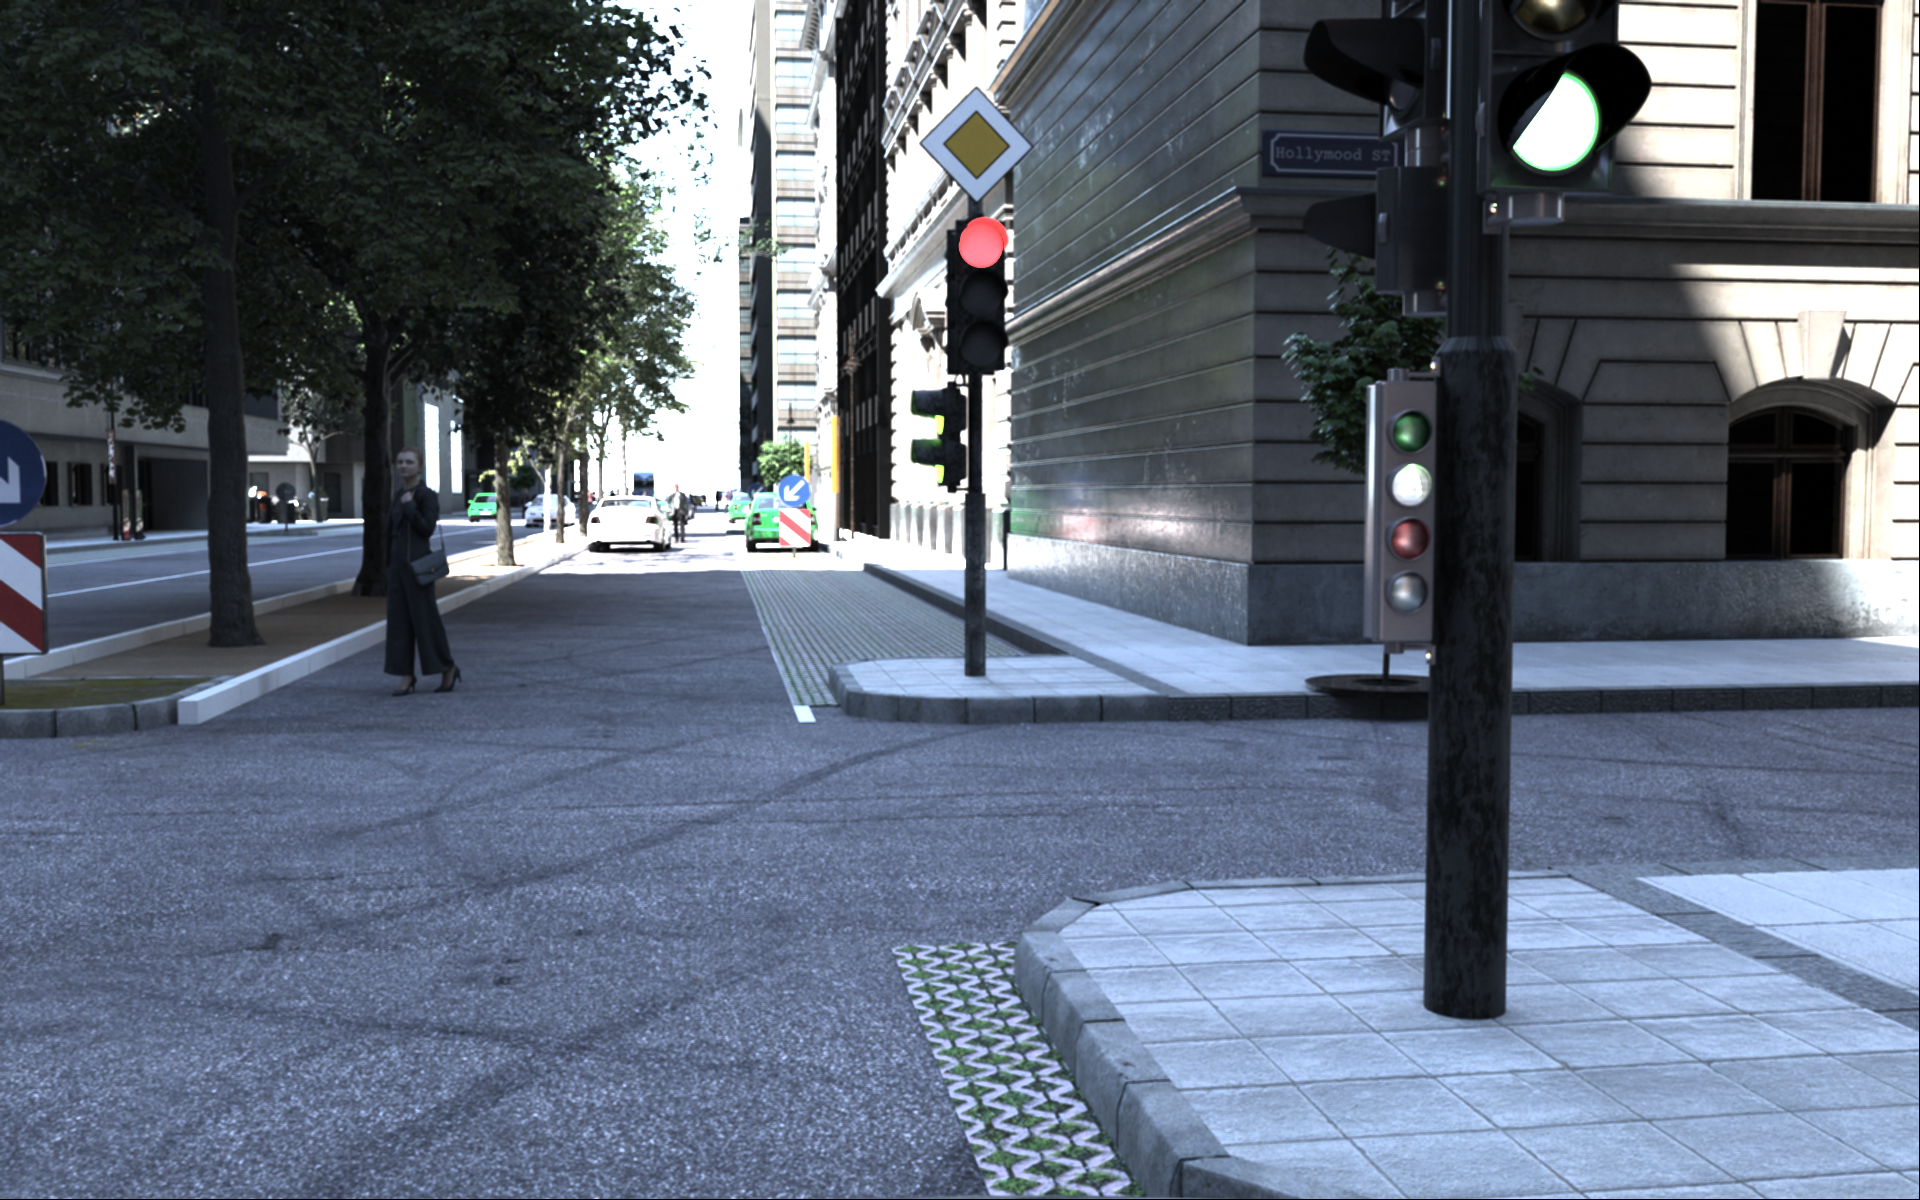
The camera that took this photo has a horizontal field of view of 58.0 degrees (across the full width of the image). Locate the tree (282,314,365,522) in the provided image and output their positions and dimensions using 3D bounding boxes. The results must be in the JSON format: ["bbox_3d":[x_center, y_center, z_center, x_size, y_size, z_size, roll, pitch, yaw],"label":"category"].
[{"bbox_3d":[-29.216,-8.792,78.160,7.601,10.594,8.767,2,4,35],"label":"tree"}]

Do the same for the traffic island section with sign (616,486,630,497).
[{"bbox_3d":[-16.665,-4.726,85.406,2.006,1.907,1.989,-1,4,-8],"label":"traffic island section with sign"}]

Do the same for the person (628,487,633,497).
[{"bbox_3d":[-17.823,-5.158,92.849,1.348,1.823,0.705,3,5,41],"label":"person"}]

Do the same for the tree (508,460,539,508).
[{"bbox_3d":[-40.388,-10.743,159.363,4.285,4.588,4.351,0,3,0],"label":"tree"}]

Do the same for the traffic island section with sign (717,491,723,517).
[{"bbox_3d":[-14.375,-6.223,110.378,1.989,1.847,2.006,-1,4,-8],"label":"traffic island section with sign"}]

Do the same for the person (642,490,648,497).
[{"bbox_3d":[-21.555,-6.675,118.552,0.530,1.710,0.541,-1,4,-17],"label":"person"}]

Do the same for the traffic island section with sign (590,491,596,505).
[{"bbox_3d":[-45.908,-12.767,217.359,1.989,1.847,2.006,-1,4,-8],"label":"traffic island section with sign"}]

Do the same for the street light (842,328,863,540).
[{"bbox_3d":[-3.010,-4.624,48.396,0.468,5.910,1.993,-1,4,-8],"label":"street light"}]

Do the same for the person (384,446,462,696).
[{"bbox_3d":[-3.913,-0.216,12.448,0.576,1.772,0.534,1,4,16],"label":"person"}]

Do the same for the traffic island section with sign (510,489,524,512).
[{"bbox_3d":[-34.005,-7.721,134.873,1.989,1.847,2.006,-1,4,-8],"label":"traffic island section with sign"}]

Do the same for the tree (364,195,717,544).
[{"bbox_3d":[-11.362,-6.834,48.608,8.767,10.594,7.601,-1,4,-8],"label":"tree"}]

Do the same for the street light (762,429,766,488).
[{"bbox_3d":[-13.974,-9.252,124.057,0.468,5.910,1.993,-1,4,-8],"label":"street light"}]

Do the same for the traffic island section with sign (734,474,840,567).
[{"bbox_3d":[-3.478,-1.605,34.868,1.989,1.847,2.006,-1,4,-8],"label":"traffic island section with sign"}]

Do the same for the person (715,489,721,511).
[{"bbox_3d":[-20.405,-8.395,145.769,0.705,1.822,1.348,-2,4,-29],"label":"person"}]

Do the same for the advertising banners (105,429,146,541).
[{"bbox_3d":[-22.848,-3.132,47.403,0.090,3.025,2.074,0,4,0],"label":"advertising banners"}]

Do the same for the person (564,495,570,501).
[{"bbox_3d":[-30.462,-7.569,132.330,0.705,1.814,1.350,3,5,44],"label":"person"}]

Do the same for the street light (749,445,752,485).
[{"bbox_3d":[-19.535,-11.559,161.771,0.468,5.910,1.993,-1,4,-8],"label":"street light"}]

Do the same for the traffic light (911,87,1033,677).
[{"bbox_3d":[0.088,-1.420,12.130,0.839,4.253,0.868,-1,4,-8],"label":"traffic light"}]

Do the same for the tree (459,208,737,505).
[{"bbox_3d":[-13.725,-9.357,65.817,12.009,13.543,11.850,0,3,0],"label":"tree"}]

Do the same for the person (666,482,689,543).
[{"bbox_3d":[-8.252,-2.557,50.699,0.661,1.777,0.834,-1,4,-14],"label":"person"}]

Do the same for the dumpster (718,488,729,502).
[{"bbox_3d":[-33.087,-14.454,241.271,1.985,2.255,1.502,0,4,-8],"label":"dumpster"}]

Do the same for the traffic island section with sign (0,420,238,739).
[{"bbox_3d":[-5.916,-0.177,11.038,2.006,1.907,1.989,-1,4,-8],"label":"traffic island section with sign"}]

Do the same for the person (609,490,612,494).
[{"bbox_3d":[-31.450,-9.017,155.920,0.705,1.826,1.348,-1,4,-20],"label":"person"}]

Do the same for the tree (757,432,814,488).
[{"bbox_3d":[-9.197,-6.605,91.704,4.285,4.588,4.351,0,3,0],"label":"tree"}]

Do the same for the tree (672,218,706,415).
[{"bbox_3d":[-12.170,-8.291,56.139,7.486,12.596,7.792,0,3,0],"label":"tree"}]

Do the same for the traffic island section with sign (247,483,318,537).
[{"bbox_3d":[-23.044,-3.084,59.048,1.989,1.847,2.006,-1,4,-8],"label":"traffic island section with sign"}]

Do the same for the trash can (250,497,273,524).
[{"bbox_3d":[-30.255,-3.894,75.317,0.748,1.137,0.748,0,3,0],"label":"trash can"}]

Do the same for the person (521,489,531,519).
[{"bbox_3d":[-25.281,-5.624,100.998,0.990,1.755,0.434,3,5,40],"label":"person"}]

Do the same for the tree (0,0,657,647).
[{"bbox_3d":[-6.664,-5.805,15.498,7.486,12.596,7.792,0,3,0],"label":"tree"}]

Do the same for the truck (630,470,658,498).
[{"bbox_3d":[-35.787,-12.708,197.532,2.967,4.110,18.799,-1,4,-8],"label":"truck"}]

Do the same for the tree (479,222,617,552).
[{"bbox_3d":[-10.192,-5.486,42.514,4.737,8.622,4.395,0,3,0],"label":"tree"}]

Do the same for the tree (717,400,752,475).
[{"bbox_3d":[-20.071,-14.429,170.332,8.767,10.594,7.601,-2,4,-28],"label":"tree"}]

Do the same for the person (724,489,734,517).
[{"bbox_3d":[-14.299,-5.998,107.010,0.683,1.767,0.568,-1,4,-15],"label":"person"}]

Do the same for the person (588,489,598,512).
[{"bbox_3d":[-24.668,-6.507,115.616,1.217,1.743,0.721,0,4,-1],"label":"person"}]

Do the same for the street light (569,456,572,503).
[{"bbox_3d":[-46.299,-14.259,205.928,0.468,5.910,1.993,-1,4,-8],"label":"street light"}]

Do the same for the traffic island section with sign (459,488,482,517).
[{"bbox_3d":[-30.129,-6.081,108.050,1.989,1.847,2.006,-1,4,-8],"label":"traffic island section with sign"}]

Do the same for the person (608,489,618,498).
[{"bbox_3d":[-28.353,-8.158,141.519,0.705,1.869,1.348,3,5,39],"label":"person"}]

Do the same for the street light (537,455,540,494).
[{"bbox_3d":[-40.769,-11.930,167.835,0.468,5.910,1.993,-1,4,-8],"label":"street light"}]

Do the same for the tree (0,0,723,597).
[{"bbox_3d":[-8.160,-6.394,24.000,9.611,12.733,9.660,0,3,0],"label":"tree"}]

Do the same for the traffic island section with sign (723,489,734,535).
[{"bbox_3d":[-7.326,-3.237,61.549,1.989,1.847,2.006,-1,4,-8],"label":"traffic island section with sign"}]

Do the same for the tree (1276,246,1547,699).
[{"bbox_3d":[2.924,-1.018,11.239,1.663,3.219,1.824,0,3,0],"label":"tree"}]

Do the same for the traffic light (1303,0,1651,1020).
[{"bbox_3d":[-0.828,-1.781,3.788,4.771,5.953,1.251,-1,4,-8],"label":"traffic light"}]

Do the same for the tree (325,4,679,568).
[{"bbox_3d":[-9.070,-6.461,33.855,9.928,11.665,9.643,0,3,0],"label":"tree"}]

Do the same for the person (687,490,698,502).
[{"bbox_3d":[-22.026,-8.115,141.892,1.217,1.735,0.721,-3,5,-41],"label":"person"}]

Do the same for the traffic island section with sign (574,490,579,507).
[{"bbox_3d":[-42.069,-11.135,190.678,1.989,1.847,2.006,-1,4,-8],"label":"traffic island section with sign"}]

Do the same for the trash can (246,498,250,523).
[{"bbox_3d":[-31.495,-3.967,76.518,0.748,1.137,0.748,0,3,0],"label":"trash can"}]

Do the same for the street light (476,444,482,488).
[{"bbox_3d":[-34.406,-9.231,123.720,0.468,5.910,1.993,-1,4,-8],"label":"street light"}]

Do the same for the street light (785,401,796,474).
[{"bbox_3d":[-8.426,-6.932,86.130,0.468,5.910,1.993,-1,4,-8],"label":"street light"}]

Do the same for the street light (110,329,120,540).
[{"bbox_3d":[-23.480,-4.601,48.012,0.468,5.910,1.993,-1,4,-8],"label":"street light"}]

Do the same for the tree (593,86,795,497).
[{"bbox_3d":[-14.246,-13.495,78.996,12.611,20.169,13.585,0,3,0],"label":"tree"}]
